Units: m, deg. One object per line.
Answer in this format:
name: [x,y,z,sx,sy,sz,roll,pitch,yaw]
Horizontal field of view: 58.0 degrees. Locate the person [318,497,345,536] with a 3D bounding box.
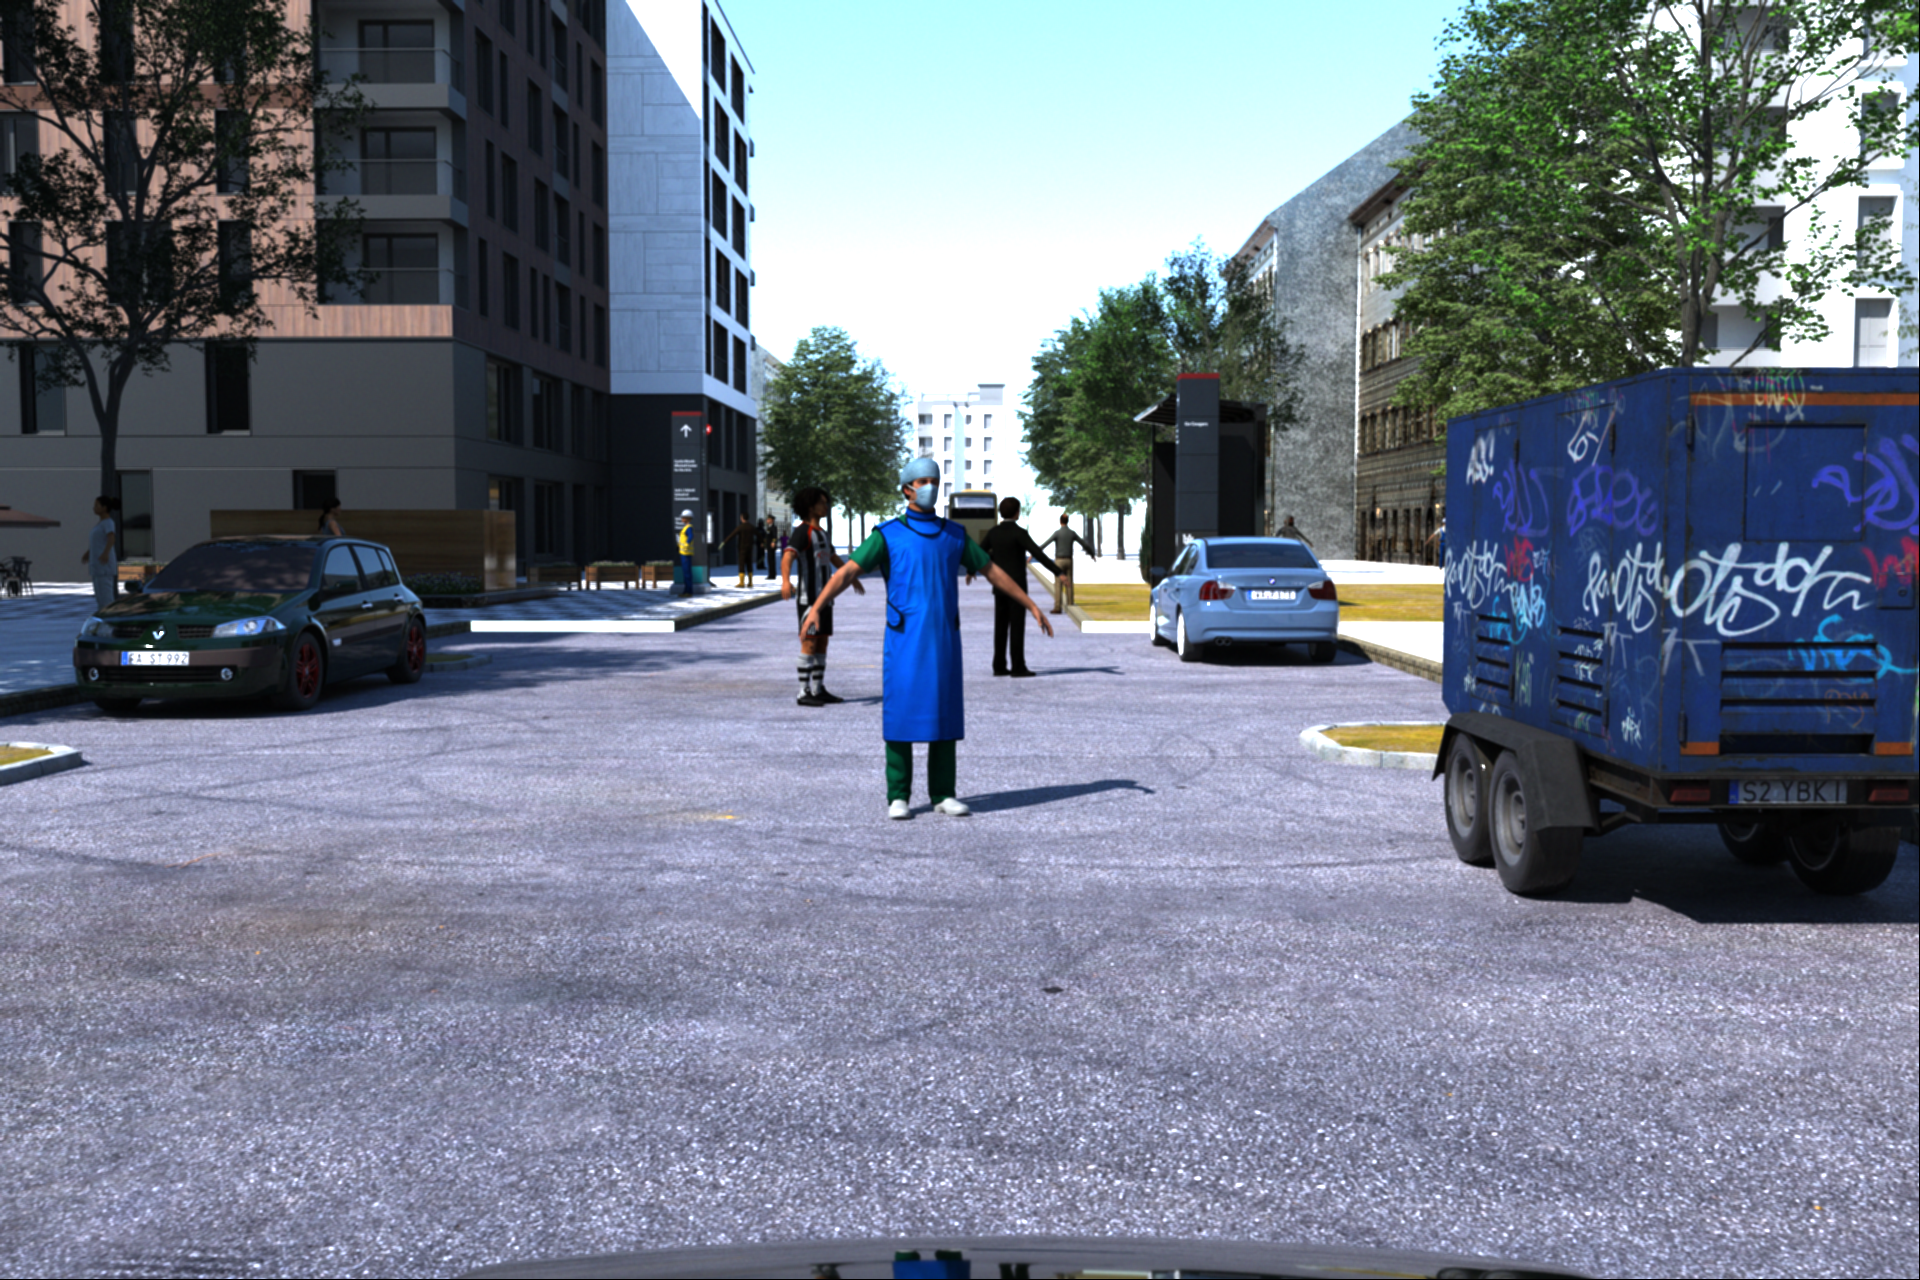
person: [-7.598,-0.883,21.250,0.721,1.737,1.217,-3,4,-37]

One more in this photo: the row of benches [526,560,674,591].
row of benches: [-7.966,-1.505,40.075,4.104,0.672,1.422,-3,4,-37]

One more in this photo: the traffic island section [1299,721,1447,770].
traffic island section: [3.306,0.698,11.452,1.991,0.108,1.994,0,4,1]

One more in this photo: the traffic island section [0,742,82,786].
traffic island section: [-6.435,0.771,10.253,1.991,0.108,1.994,0,4,1]

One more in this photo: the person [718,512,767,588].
person: [-5.173,-2.169,41.599,1.346,1.812,0.704,-3,5,-40]

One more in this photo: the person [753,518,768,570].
person: [-7.168,-3.474,62.575,0.705,1.856,1.354,2,4,26]

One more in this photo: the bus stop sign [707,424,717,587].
bus stop sign: [-6.369,-3.270,42.163,0.855,3.939,0.416,0,4,1]

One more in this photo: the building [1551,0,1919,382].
building: [26.684,-12.542,61.488,16.016,20.090,11.380,0,4,2]

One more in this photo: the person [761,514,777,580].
person: [-5.325,-2.611,48.621,0.705,1.837,1.347,-1,4,-19]

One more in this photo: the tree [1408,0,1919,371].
tree: [9.600,-5.938,22.839,9.928,11.665,9.643,0,3,0]

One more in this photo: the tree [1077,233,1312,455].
tree: [7.357,-7.369,54.897,8.767,10.594,7.601,2,4,28]

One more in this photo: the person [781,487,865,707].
person: [-1.196,-0.362,14.524,0.704,1.843,1.345,2,4,24]

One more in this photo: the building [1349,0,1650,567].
building: [27.970,-14.813,73.118,19.493,23.208,18.063,0,4,1]

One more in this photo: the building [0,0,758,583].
building: [-23.352,-13.286,61.196,27.936,21.610,32.646,0,4,1]

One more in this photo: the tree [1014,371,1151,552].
tree: [9.047,-13.200,126.185,12.009,13.543,11.850,0,3,0]

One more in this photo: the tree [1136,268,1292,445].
tree: [7.541,-5.933,47.370,4.360,8.622,3.978,0,3,0]

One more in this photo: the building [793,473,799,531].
building: [-21.312,-14.650,181.682,9.099,9.664,28.070,0,4,1]

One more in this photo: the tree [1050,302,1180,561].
tree: [8.073,-10.116,83.519,7.486,12.596,7.792,0,3,0]

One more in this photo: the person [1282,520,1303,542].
person: [11.754,-3.422,62.228,0.705,1.796,1.348,-3,5,-42]

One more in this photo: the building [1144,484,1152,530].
building: [25.396,-14.896,185.692,9.099,9.664,28.070,0,4,1]

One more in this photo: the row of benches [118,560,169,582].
row of benches: [-18.100,-1.534,40.549,4.104,0.672,1.422,2,4,23]

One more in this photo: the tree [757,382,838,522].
tree: [-7.648,-8.111,82.971,4.737,8.622,4.395,0,3,0]

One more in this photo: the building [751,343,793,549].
building: [-25.288,-19.736,153.607,19.493,23.208,18.063,0,4,1]

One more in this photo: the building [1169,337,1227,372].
building: [28.603,-19.669,152.517,19.493,23.208,18.063,0,4,1]

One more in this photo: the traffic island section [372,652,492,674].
traffic island section: [-6.199,0.251,18.763,1.991,0.108,1.994,0,4,1]

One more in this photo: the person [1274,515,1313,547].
person: [9.281,-2.604,48.699,1.348,1.813,0.705,-1,4,-17]

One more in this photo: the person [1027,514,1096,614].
person: [1.856,-1.369,31.107,1.348,1.796,0.705,-1,4,-19]

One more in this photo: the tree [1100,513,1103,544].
tree: [19.013,-22.506,223.866,12.611,20.169,13.585,0,3,0]

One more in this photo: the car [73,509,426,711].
car: [-6.109,-0.337,15.297,2.009,1.686,4.222,0,4,2]

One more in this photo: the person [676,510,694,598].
person: [-5.613,-1.751,35.090,0.721,1.772,1.216,-1,4,-17]

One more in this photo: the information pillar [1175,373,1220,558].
information pillar: [3.860,-2.375,28.213,0.750,3.857,0.750,0,4,1]

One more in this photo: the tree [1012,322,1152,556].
tree: [7.878,-12.030,103.345,9.857,13.997,8.962,0,3,0]

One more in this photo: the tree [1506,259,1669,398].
tree: [15.571,-5.756,44.478,4.360,8.622,3.978,0,3,0]

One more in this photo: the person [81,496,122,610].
person: [-10.275,-0.847,20.612,0.721,1.739,1.217,-3,4,-36]

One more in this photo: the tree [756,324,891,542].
tree: [-7.558,-10.779,94.363,7.486,12.596,7.792,0,3,0]

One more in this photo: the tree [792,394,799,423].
tree: [-21.371,-22.222,219.219,12.611,20.169,13.585,0,3,0]

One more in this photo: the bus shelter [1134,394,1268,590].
bus shelter: [4.372,-2.497,32.104,1.731,3.624,6.357,0,4,0]

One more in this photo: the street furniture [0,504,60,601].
street furniture: [-32.326,-1.579,30.845,27.439,1.986,14.083,0,4,3]

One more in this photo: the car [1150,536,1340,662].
car: [3.332,-0.532,20.708,2.014,1.417,4.499,0,4,0]

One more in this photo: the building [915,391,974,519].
building: [-5.295,-22.199,221.832,11.380,20.090,16.016,1,4,8]

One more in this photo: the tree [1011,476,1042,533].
tree: [8.887,-16.454,219.388,4.360,8.622,3.978,0,3,0]

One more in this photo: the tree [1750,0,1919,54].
tree: [9.374,-6.018,8.771,12.009,13.543,11.850,0,3,0]

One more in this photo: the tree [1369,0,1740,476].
tree: [12.231,-7.210,36.004,7.486,12.596,7.792,0,3,0]

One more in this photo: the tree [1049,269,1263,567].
tree: [7.496,-8.633,66.897,9.928,11.665,9.643,0,3,0]

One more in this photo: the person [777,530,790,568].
person: [-6.566,-3.380,64.528,0.991,1.433,0.599,1,4,14]

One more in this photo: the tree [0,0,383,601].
tree: [-11.482,-5.401,22.712,8.767,10.594,7.601,0,4,-3]

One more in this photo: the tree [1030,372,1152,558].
tree: [7.659,-9.753,93.876,8.767,10.594,7.601,1,4,14]

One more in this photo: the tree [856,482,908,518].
tree: [-9.828,-17.424,219.286,7.601,10.594,8.767,1,4,8]

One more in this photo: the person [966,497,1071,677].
person: [0.525,-0.538,17.437,1.347,1.806,0.705,3,5,42]

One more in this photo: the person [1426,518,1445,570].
person: [17.106,-3.378,61.079,1.347,1.847,0.705,2,4,24]

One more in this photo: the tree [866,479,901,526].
tree: [-6.504,-11.058,131.166,4.360,8.622,3.978,0,3,0]

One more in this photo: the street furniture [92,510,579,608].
street furniture: [-12.569,-1.592,32.883,9.812,1.723,11.010,0,4,3]

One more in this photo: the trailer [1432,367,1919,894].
trailer: [2.889,-0.052,7.902,1.471,1.999,3.904,0,4,0]

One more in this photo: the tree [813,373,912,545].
tree: [-7.218,-12.502,122.533,7.486,12.596,7.792,0,3,0]

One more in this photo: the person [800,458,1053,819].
person: [-0.181,-0.013,8.797,1.347,1.817,0.704,-1,4,-21]

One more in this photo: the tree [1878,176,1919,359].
tree: [17.837,-4.737,27.808,4.360,8.622,3.978,0,3,0]

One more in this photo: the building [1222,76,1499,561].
building: [24.525,-15.931,91.393,19.493,23.208,18.063,0,4,2]

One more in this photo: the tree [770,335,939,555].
tree: [-6.891,-12.081,107.902,12.009,13.543,11.850,0,3,0]

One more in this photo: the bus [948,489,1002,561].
bus: [0.842,-6.262,93.938,2.896,3.916,12.252,0,4,2]

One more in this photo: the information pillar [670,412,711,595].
information pillar: [-5.758,-2.909,36.934,0.750,3.857,0.750,0,4,2]
